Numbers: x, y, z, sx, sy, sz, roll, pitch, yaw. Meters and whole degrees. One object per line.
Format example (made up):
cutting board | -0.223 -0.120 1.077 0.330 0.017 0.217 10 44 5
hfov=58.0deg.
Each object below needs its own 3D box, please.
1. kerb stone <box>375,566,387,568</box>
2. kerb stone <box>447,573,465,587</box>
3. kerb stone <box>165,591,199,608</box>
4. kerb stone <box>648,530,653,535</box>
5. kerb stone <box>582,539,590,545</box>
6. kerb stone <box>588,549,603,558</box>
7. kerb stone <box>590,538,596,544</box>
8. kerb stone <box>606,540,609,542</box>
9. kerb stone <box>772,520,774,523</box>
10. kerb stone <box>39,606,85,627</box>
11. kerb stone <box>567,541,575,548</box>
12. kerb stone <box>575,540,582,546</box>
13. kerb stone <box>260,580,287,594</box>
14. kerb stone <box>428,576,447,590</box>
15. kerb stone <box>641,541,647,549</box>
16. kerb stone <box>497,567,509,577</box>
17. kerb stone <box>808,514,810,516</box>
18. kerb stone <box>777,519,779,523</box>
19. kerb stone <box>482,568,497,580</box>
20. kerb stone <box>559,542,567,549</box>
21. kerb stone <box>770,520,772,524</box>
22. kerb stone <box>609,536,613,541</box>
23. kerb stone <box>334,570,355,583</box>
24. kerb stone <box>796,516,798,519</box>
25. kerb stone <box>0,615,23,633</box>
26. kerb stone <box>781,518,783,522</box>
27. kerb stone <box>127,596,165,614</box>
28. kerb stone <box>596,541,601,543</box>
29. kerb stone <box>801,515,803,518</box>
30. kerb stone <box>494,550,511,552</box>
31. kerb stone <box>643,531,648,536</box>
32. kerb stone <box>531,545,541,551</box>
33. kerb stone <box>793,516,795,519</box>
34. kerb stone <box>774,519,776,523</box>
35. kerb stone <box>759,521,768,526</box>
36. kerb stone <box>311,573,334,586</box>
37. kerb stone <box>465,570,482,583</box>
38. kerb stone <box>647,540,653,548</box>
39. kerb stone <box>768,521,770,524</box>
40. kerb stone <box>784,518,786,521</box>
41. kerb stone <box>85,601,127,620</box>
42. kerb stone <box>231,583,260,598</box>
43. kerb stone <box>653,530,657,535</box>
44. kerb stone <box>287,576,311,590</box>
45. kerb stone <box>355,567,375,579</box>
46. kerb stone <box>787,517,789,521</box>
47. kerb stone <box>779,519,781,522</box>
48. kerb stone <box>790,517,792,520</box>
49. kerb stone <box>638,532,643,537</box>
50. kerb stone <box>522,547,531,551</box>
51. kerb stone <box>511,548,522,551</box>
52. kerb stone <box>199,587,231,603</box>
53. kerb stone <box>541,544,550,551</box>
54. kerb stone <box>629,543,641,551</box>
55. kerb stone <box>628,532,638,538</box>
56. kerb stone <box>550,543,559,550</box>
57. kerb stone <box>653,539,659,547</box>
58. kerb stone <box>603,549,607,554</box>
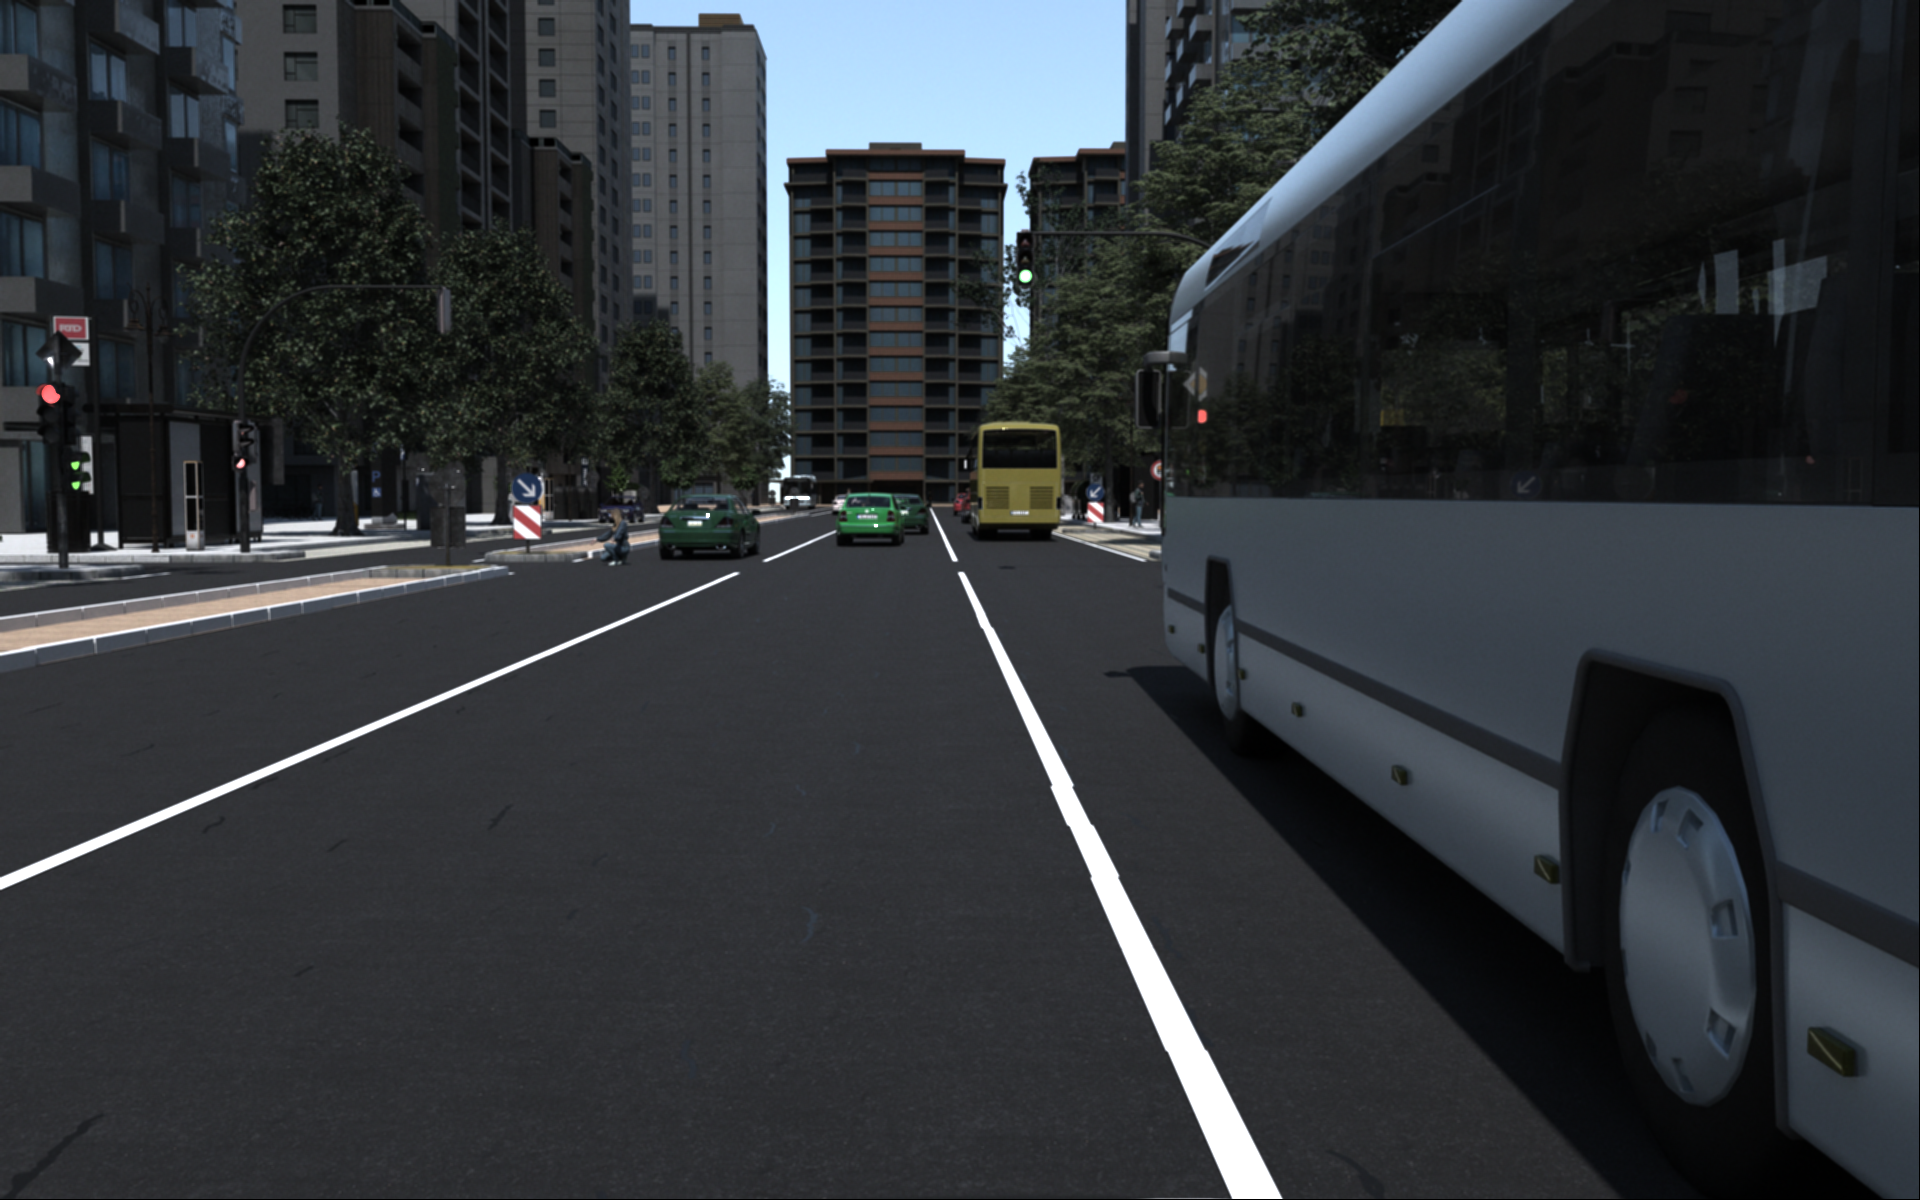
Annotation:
kerb stone | -10.172 -0.494 30.279 0.120 0.150 1.000 0 4 -1
kerb stone | -8.006 -0.305 27.200 0.120 0.150 1.000 0 4 -1
kerb stone | -10.002 0.007 22.080 0.120 0.150 1.000 0 4 -1
kerb stone | -10.776 -2.280 59.487 0.120 0.150 1.000 0 4 -1
kerb stone | -10.544 -1.591 48.230 0.120 0.150 1.000 0 4 -1
kerb stone | -8.256 -1.031 39.060 0.120 0.150 1.000 0 4 -1
kerb stone | -10.567 -1.655 49.254 0.120 0.150 1.000 0 4 -1
kerb stone | -10.612 -1.780 51.305 0.120 0.150 1.000 0 4 -1
kerb stone | -9.174 -3.732 83.217 0.120 0.150 1.000 0 4 -1
kerb stone | -9.937 0.195 19.011 0.120 0.150 1.000 0 4 -1
kerb stone | -10.505 -1.467 46.174 0.120 0.150 1.000 0 4 -1
kerb stone | -10.522 -1.529 47.201 0.120 0.150 1.000 0 4 -1
kerb stone | -10.059 -0.180 25.154 0.120 0.150 1.000 0 4 -1
kerb stone | -7.990 -0.238 26.177 0.120 0.150 1.000 0 4 -1
kerb stone | -8.382 -1.407 45.198 0.120 0.150 1.000 0 4 -1
kerb stone | -8.070 -0.485 30.279 0.120 0.150 1.000 0 4 -1
kerb stone | -9.704 -5.295 108.840 0.120 0.150 1.000 0 4 -1
kerb stone | -9.246 -3.915 86.295 0.120 0.150 1.000 0 4 -1
kerb stone | -8.042 -0.431 29.244 0.120 0.150 1.000 0 4 -1
kerb stone | -10.481 -1.404 45.152 0.120 0.150 1.000 0 4 -1
kerb stone | -9.154 -3.665 82.185 0.120 0.150 1.000 0 4 -1
kerb stone | -10.637 -1.843 52.329 0.120 0.150 1.000 0 4 -1
kerb stone | -10.125 -0.369 28.232 0.120 0.150 1.000 0 4 -1
kerb stone | -9.491 -4.673 98.602 0.120 0.150 1.000 0 4 -1
kerb stone | -9.910 0.257 17.988 0.120 0.150 1.000 0 4 -1
kerb stone | -9.279 -4.045 88.345 0.120 0.150 1.000 0 4 -1
kerb stone | -9.981 0.070 21.058 0.120 0.150 1.000 0 4 -1
kerb stone | -10.598 -1.718 50.281 0.120 0.150 1.000 0 4 -1
kerb stone | -9.582 -4.923 102.690 0.120 0.150 1.000 0 4 -1
kerb stone | -10.355 -1.028 39.011 0.120 0.150 1.000 0 4 -1
kerb stone | -10.757 -2.216 58.465 0.120 0.150 1.000 0 4 -1
kerb stone | -10.409 -1.212 42.085 0.120 0.150 1.000 0 4 -1
kerb stone | -9.451 -4.548 96.558 0.120 0.150 1.000 0 4 -1
kerb stone | -9.200 -3.792 84.245 0.120 0.150 1.000 0 4 -1
kerb stone | -9.109 -3.544 80.133 0.120 0.150 1.000 0 4 -1
kerb stone | -10.108 -0.307 27.207 0.120 0.150 1.000 0 4 -1
kerb stone | -8.024 -0.360 28.222 0.120 0.150 1.000 0 4 -1
kerb stone | -8.405 -1.468 46.223 0.120 0.150 1.000 0 4 -1
kerb stone | -9.133 -3.603 81.162 0.120 0.150 1.000 0 4 -1
kerb stone | -9.319 -4.171 90.408 0.120 0.150 1.000 0 4 -1
kerb stone | -9.958 0.132 20.032 0.120 0.150 1.000 0 4 -1
kerb stone | -10.045 -0.118 24.128 0.120 0.150 1.000 0 4 -1
kerb stone | -10.799 -2.344 60.512 0.120 0.150 1.000 0 4 -1
kerb stone | -10.091 -0.238 26.176 0.120 0.150 1.000 0 4 -1
kerb stone | -10.151 -0.428 29.255 0.120 0.150 1.000 0 4 -1
kerb stone | -9.368 -4.298 92.460 0.120 0.150 1.000 0 4 -1
kerb stone | -9.257 -3.983 87.321 0.120 0.150 1.000 0 4 -1
kerb stone | -9.409 -4.419 94.510 0.120 0.150 1.000 0 4 -1
kerb stone | -10.730 -2.156 57.440 0.120 0.150 1.000 0 4 -1
kerb stone | -10.399 -1.151 41.058 0.120 0.150 1.000 0 4 -1
kerb stone | -10.371 -1.084 40.036 0.120 0.150 1.000 0 4 -1
kerb stone | -10.020 -0.055 23.102 0.120 0.150 1.000 0 4 -1
kerb stone | -10.439 -1.279 43.106 0.120 0.150 1.000 0 4 -1
kerb stone | -8.357 -1.344 44.176 0.120 0.150 1.000 0 4 -1
kerb stone | -10.709 -2.093 56.418 0.120 0.150 1.000 0 4 -1
kerb stone | -10.459 -1.342 44.130 0.120 0.150 1.000 0 4 -1
kerb stone | -8.430 -1.532 47.255 0.120 0.150 1.000 0 4 -1
kerb stone | -8.270 -1.094 40.082 0.120 0.150 1.000 0 4 -1
